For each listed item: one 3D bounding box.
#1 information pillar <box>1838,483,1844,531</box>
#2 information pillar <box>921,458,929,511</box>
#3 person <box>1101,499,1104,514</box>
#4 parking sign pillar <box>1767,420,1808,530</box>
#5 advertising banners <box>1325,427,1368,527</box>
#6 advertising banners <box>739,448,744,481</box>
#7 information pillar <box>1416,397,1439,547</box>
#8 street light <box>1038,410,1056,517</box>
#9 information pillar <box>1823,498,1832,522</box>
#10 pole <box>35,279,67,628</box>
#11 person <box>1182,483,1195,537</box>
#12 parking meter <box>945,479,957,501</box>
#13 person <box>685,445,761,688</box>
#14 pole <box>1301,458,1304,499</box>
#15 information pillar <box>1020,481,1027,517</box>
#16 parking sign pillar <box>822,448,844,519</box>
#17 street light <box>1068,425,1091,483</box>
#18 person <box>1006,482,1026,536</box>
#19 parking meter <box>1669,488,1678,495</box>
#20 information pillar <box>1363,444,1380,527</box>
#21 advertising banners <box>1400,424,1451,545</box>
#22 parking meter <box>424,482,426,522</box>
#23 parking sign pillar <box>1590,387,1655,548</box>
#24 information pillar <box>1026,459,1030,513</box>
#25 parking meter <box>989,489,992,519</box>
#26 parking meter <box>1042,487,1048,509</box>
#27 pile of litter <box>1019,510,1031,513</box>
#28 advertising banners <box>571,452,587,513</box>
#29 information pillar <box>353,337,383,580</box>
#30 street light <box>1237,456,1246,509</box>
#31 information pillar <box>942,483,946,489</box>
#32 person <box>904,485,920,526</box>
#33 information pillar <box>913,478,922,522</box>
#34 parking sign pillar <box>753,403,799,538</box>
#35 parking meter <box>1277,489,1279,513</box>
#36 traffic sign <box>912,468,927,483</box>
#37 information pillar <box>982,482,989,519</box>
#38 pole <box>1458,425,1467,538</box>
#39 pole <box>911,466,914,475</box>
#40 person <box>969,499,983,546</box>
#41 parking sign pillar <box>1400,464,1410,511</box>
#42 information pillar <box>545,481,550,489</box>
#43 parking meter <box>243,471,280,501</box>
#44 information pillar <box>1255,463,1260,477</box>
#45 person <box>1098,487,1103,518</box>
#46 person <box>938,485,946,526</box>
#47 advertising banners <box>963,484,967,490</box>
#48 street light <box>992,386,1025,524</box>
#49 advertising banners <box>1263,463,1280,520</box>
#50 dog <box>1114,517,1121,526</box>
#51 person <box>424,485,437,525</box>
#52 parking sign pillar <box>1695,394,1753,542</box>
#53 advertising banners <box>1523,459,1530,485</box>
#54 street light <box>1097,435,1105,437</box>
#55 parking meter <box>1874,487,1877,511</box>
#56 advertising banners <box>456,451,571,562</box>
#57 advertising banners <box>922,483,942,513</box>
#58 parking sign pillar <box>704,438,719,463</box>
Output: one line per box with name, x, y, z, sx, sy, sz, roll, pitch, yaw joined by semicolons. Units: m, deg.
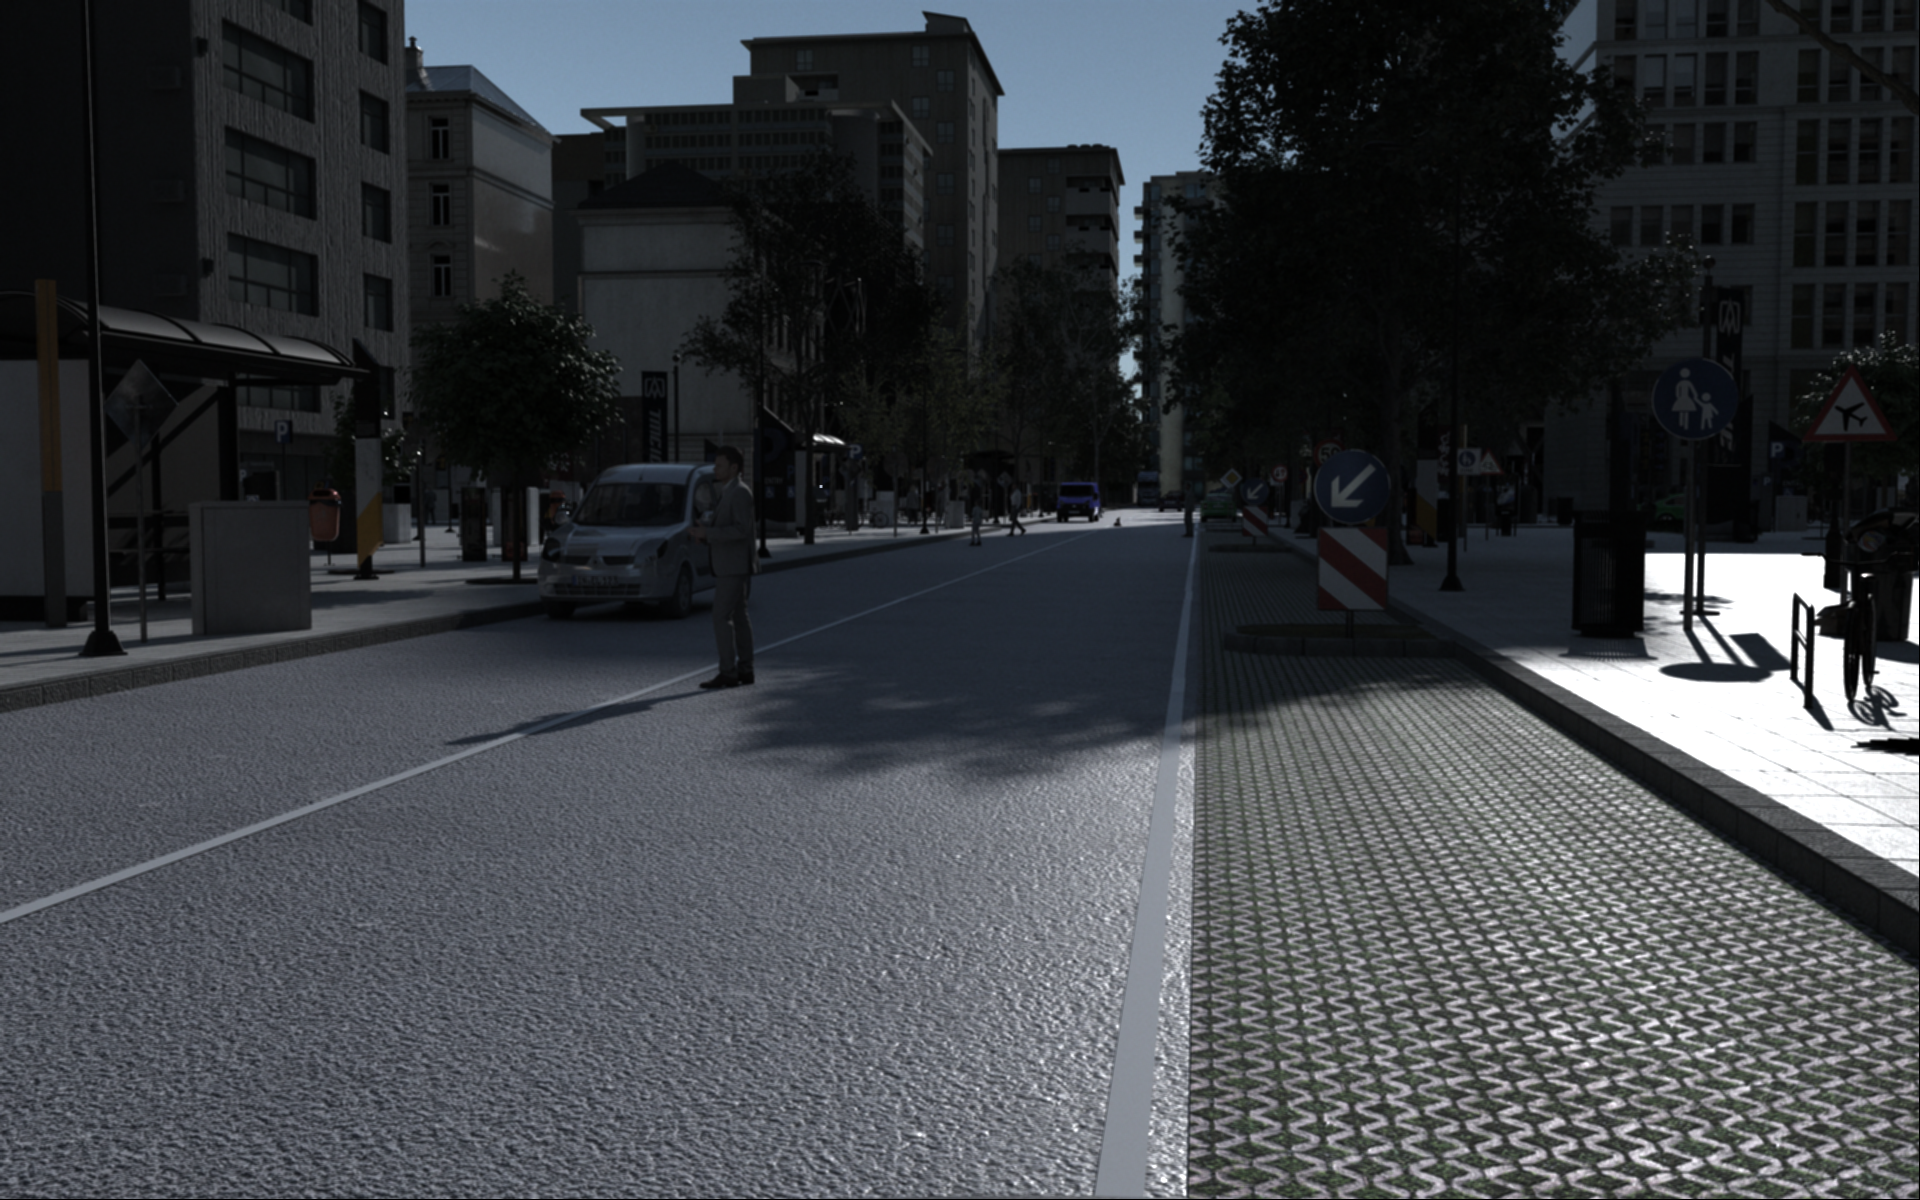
information pillar;30.769;-3.413;60.290;0.304;2.012;0.304;1;4;12
information pillar;-2.312;-7.499;113.969;0.504;3.616;0.183;0;4;0
person;10.134;-7.098;125.227;0.598;1.740;0.731;2;4;27
parking sign pillar;29.876;-4.529;62.522;1.447;3.967;1.447;1;4;16
advertising banners;10.478;-2.985;44.993;2.074;3.025;0.090;2;4;29
advertising banners;-8.888;-4.332;67.017;0.090;3.025;2.074;-3;4;-38
information pillar;11.283;-3.083;41.767;0.504;3.616;0.183;2;4;28
street light;5.006;-7.503;95.211;1.470;5.913;1.316;0;4;8
information pillar;39.485;-4.542;78.760;0.304;2.012;0.304;3;4;36
pole;-8.706;-1.391;16.581;0.158;3.312;0.155;0;3;0
person;7.656;-3.014;57.874;0.391;1.810;0.635;0;4;-5
parking meter;-0.340;-3.715;66.453;0.399;1.863;0.255;3;5;40
person;-1.796;-0.262;12.981;0.583;1.804;0.606;-1;4;-21
pole;18.474;-6.098;93.545;0.158;3.312;0.155;0;3;0
information pillar;3.522;-5.613;96.267;0.304;2.012;0.304;3;5;43
parking sign pillar;-6.402;-5.872;84.473;1.447;3.967;1.447;0;4;7
street light;7.804;-8.768;115.890;1.470;5.913;1.316;0;4;8
person;1.906;-3.105;59.363;0.850;1.850;0.679;-2;4;-29
parking meter;29.293;-3.837;71.138;0.372;1.533;0.369;0;3;0
information pillar;10.262;-3.151;42.875;0.504;3.616;0.183;0;4;-2
advertising banners;11.434;-2.893;43.493;2.074;3.025;0.090;0;4;-6
parking meter;-24.439;-4.467;78.746;0.255;1.863;0.399;0;4;-7
parking sign pillar;15.886;-3.238;41.409;1.447;3.967;1.447;2;4;31
information pillar;4.497;-7.534;114.530;0.183;3.616;0.504;-2;4;-27
parking meter;1.464;-4.996;90.100;0.372;1.533;0.369;0;3;0
parking meter;6.726;-8.056;137.428;0.399;1.863;0.255;-1;4;-13
pile of litter;4.243;-6.297;116.925;1.176;0.858;1.719;-3;5;-43
advertising banners;-7.446;-2.391;35.284;2.074;3.025;0.090;1;4;23
information pillar;-8.849;-2.111;25.875;0.504;3.616;0.183;2;4;31
street light;14.424;-6.862;84.733;1.470;5.913;1.316;0;4;8
information pillar;-1.514;-8.882;149.715;0.304;2.012;0.304;1;4;22
person;-2.045;-3.888;72.249;0.709;1.800;0.728;1;4;23
information pillar;-1.946;-4.580;79.380;0.304;2.012;0.304;-1;4;-22
parking sign pillar;-5.466;-3.816;50.867;1.447;3.967;1.447;2;4;34
parking meter;21.603;-6.806;116.984;0.255;1.863;0.399;-2;4;-29
traffic sign;-1.998;-5.185;84.874;0.768;2.556;0.104;1;4;13
information pillar;1.279;-5.075;87.473;0.304;2.012;0.304;-2;4;-25
pole;14.757;-3.488;50.876;0.158;3.312;0.155;0;3;0
pole;-3.416;-8.017;124.926;0.158;3.312;0.155;0;3;0
person;0.434;-2.158;48.055;0.394;1.301;0.425;2;4;28
parking sign pillar;33.549;-8.760;131.690;1.447;3.967;1.447;-1;4;-18
information pillar;-22.427;-5.506;94.514;0.304;2.012;0.304;1;4;17
parking meter;-7.670;-0.650;19.046;0.372;1.533;0.369;0;3;0
information pillar;20.178;-7.739;117.893;0.504;3.616;0.183;-1;4;-16
person;8.157;-5.782;103.023;0.713;1.824;0.794;-2;4;-31
person;-0.640;-3.720;69.448;0.709;1.813;0.853;1;4;12
advertising banners;0.658;-6.575;103.683;0.090;3.025;2.074;2;4;30
street light;2.110;-6.238;74.533;1.470;5.913;1.316;0;4;8
advertising banners;15.722;-5.573;87.302;0.090;3.025;2.074;-1;4;-17
dog;7.093;-3.488;77.216;0.550;0.427;0.748;2;4;27
person;-22.160;-3.887;72.226;0.590;1.801;0.661;2;4;29
parking sign pillar;20.711;-3.578;46.966;1.447;3.967;1.447;0;4;7
advertising banners;27.807;-5.523;86.491;0.090;3.025;2.074;-1;4;-16
street light;10.802;-10.074;137.245;1.470;5.913;1.316;0;4;8
parking meter;40.858;-4.362;77.030;0.399;1.863;0.255;2;4;28
advertising banners;-8.514;-2.246;32.905;2.074;3.025;0.090;0;4;-3
advertising banners;-2.055;-7.056;111.549;2.074;3.025;0.090;-1;4;-14
parking sign pillar;-11.554;-5.778;82.936;1.447;3.967;1.447;-1;4;-17
